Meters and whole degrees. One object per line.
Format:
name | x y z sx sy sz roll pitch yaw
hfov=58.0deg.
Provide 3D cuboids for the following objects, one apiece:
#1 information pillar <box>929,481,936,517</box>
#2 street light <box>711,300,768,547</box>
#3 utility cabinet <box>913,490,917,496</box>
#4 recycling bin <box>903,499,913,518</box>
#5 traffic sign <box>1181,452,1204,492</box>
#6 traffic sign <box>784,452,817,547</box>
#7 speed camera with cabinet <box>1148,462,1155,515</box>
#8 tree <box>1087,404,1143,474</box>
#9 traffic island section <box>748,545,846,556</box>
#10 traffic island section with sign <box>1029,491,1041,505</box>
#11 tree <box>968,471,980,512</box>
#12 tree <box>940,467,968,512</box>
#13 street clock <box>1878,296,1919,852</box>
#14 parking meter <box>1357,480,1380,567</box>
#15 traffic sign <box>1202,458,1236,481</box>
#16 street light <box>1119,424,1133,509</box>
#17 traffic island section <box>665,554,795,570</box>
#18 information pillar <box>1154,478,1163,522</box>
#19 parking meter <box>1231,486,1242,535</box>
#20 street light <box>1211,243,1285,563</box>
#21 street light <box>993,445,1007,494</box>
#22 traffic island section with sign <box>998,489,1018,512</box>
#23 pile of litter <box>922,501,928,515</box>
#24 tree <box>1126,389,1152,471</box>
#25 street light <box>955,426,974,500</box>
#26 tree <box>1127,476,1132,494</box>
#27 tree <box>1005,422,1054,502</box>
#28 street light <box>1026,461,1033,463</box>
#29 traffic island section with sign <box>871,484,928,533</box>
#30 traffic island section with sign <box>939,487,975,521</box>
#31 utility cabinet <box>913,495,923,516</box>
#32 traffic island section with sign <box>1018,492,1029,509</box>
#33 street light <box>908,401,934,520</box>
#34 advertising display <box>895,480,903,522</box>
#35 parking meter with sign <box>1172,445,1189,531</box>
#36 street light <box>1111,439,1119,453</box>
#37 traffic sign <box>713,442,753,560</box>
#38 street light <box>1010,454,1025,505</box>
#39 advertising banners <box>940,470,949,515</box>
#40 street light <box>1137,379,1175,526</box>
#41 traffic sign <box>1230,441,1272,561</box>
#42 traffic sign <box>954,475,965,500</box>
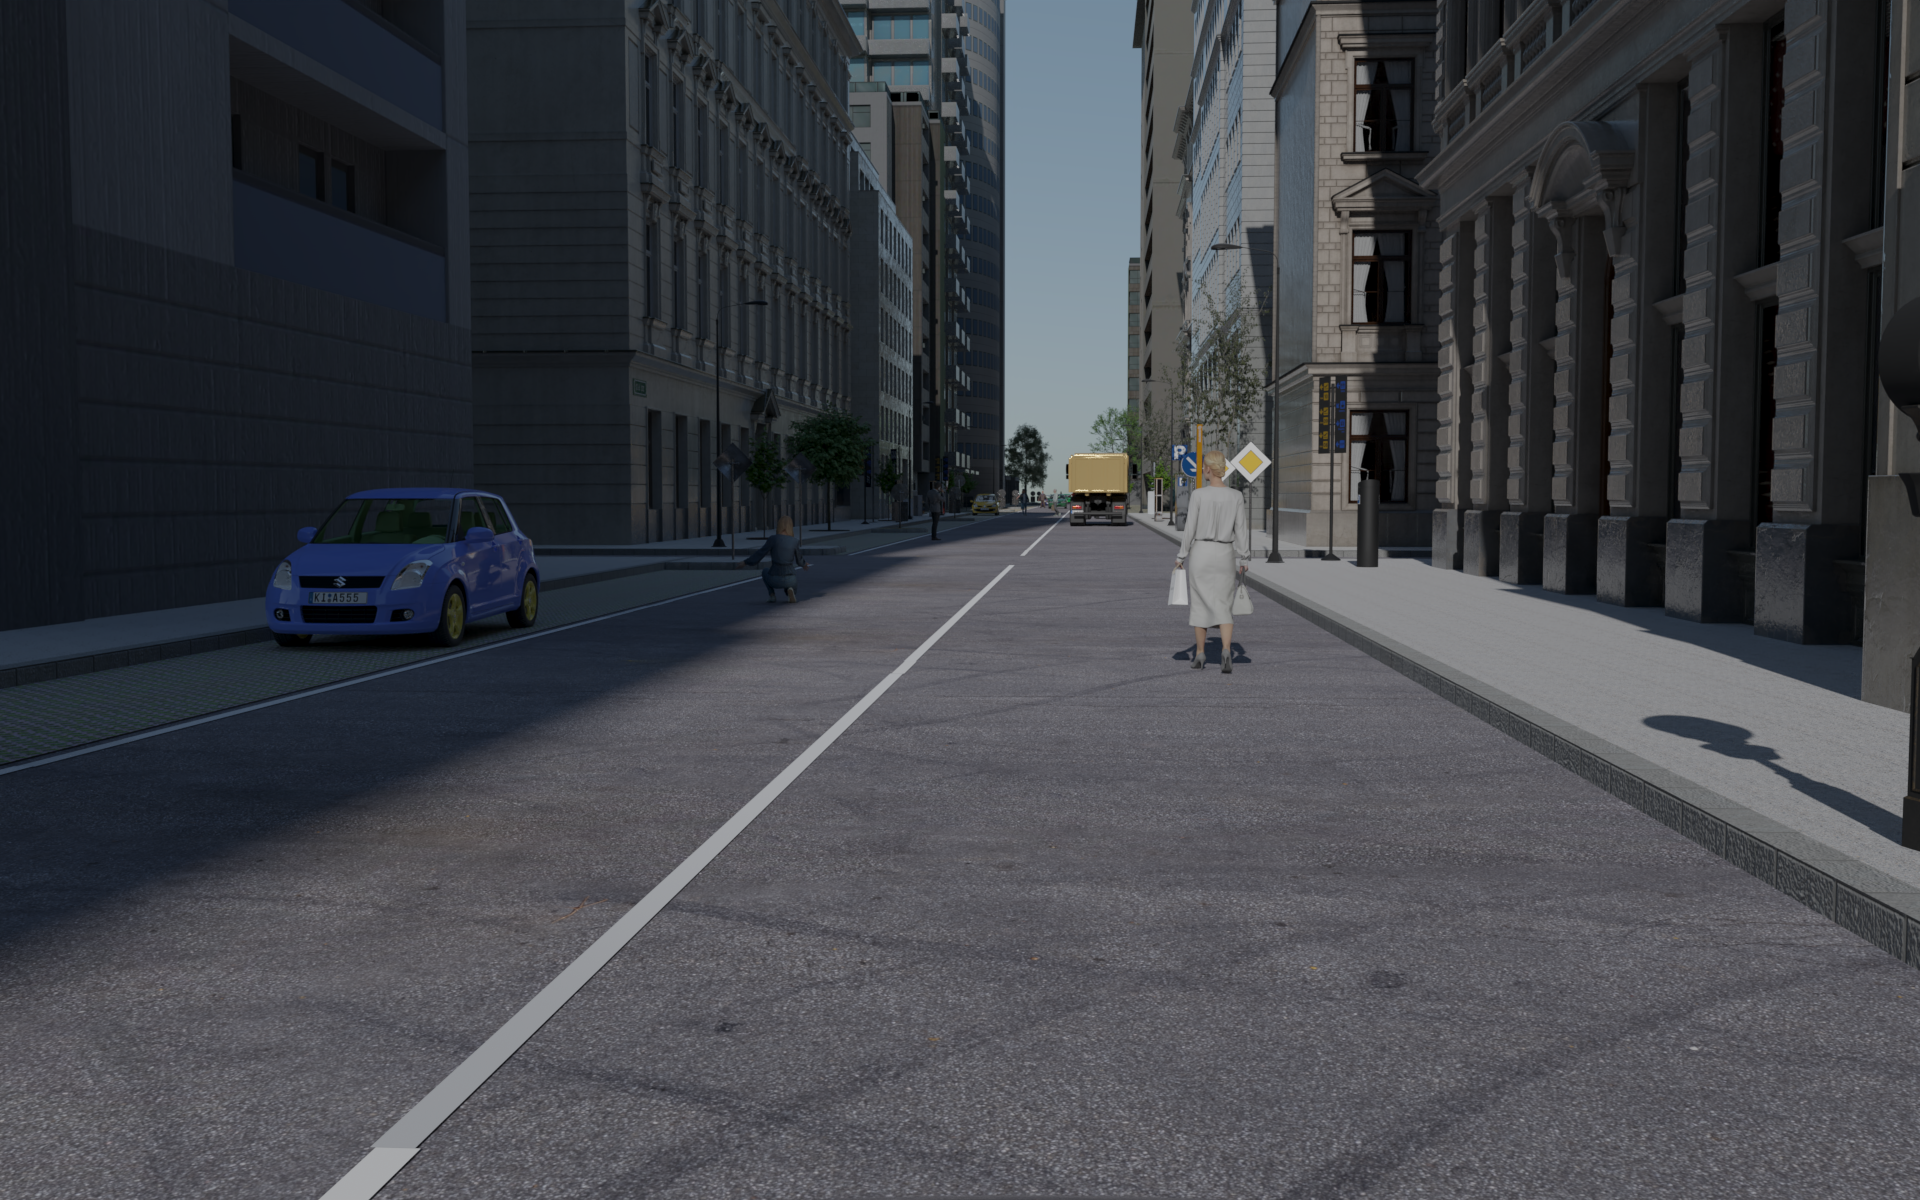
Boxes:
information pillar | -1.544 -5.715 97.929 0.304 2.012 0.304 3 4 37
street light | -5.289 -4.228 41.668 1.470 5.913 1.316 0 4 4
utility cabinet | -3.188 -5.917 105.422 1.173 1.500 0.318 -1 4 -10
recycling bin | -2.981 -4.940 93.331 0.722 1.027 0.722 -2 4 -28
traffic sign | 7.047 -3.186 52.195 0.768 2.556 0.104 1 4 9
traffic sign | -3.845 -2.330 41.745 0.795 2.450 0.064 0 4 4
speed camera with cabinet | 12.075 -6.894 107.049 0.660 3.252 2.038 1 4 16
tree | 18.558 -16.789 200.258 9.928 11.665 9.643 0 3 0
traffic island section | -3.869 -1.194 41.808 2.009 0.180 2.903 0 4 4
traffic island section with sign | 9.470 -13.112 223.009 1.989 1.847 2.006 0 4 4
tree | 0.368 -8.150 127.853 1.663 3.219 1.824 0 3 0
tree | -0.543 -7.831 122.632 1.663 3.219 1.824 0 3 0
street clock | 3.531 -0.098 6.165 0.471 2.002 0.358 0 4 -7
parking meter | 7.166 -1.346 30.415 0.372 1.533 0.369 0 3 0
traffic sign | 6.121 -2.284 40.993 0.795 2.450 0.064 0 4 4
street light | 11.542 -8.736 115.368 1.470 5.913 1.316 0 4 4
traffic island section | -4.455 -0.707 33.844 2.009 0.180 2.903 0 4 4
information pillar | 9.227 -4.653 80.576 0.304 2.012 0.304 -1 4 -12
parking meter | 8.754 -2.842 54.873 0.372 1.533 0.369 0 3 0
street light | 5.343 -3.649 32.201 1.470 5.913 1.316 0 4 4
street light | 3.733 -11.683 163.564 1.470 5.913 1.316 0 4 4
traffic island section with sign | 3.473 -8.133 141.600 1.989 1.847 2.006 0 4 4
pile of litter | -2.680 -6.017 112.346 1.176 0.858 1.719 0 4 3
tree | 13.613 -10.379 120.055 4.360 8.622 3.978 0 3 0
street light | 0.260 -8.898 118.025 1.470 5.913 1.316 0 4 4
tree | 15.323 -10.026 158.529 1.663 3.219 1.824 0 3 0
tree | 10.459 -21.924 275.464 9.611 12.733 9.660 0 3 0
street light | 9.730 -16.742 246.278 1.470 5.913 1.316 0 4 4
traffic island section with sign | -2.208 -3.412 64.413 1.989 1.847 2.006 0 4 4
traffic island section with sign | -0.226 -5.056 91.296 1.989 1.847 2.006 0 4 4
utility cabinet | -2.474 -5.517 101.364 0.306 1.237 1.020 -1 4 -16
traffic island section with sign | 5.460 -9.777 168.482 1.989 1.847 2.006 0 4 4
street light | -1.998 -7.001 87.006 1.470 5.913 1.316 0 4 4
advertising display | -2.776 -4.495 78.702 0.123 1.923 0.974 1 4 15
parking meter with sign | 7.724 -3.927 60.473 0.543 3.016 1.738 0 4 3
street light | 13.729 -10.611 146.025 1.470 5.913 1.316 0 4 4
traffic sign | -4.431 -1.843 33.781 0.795 2.450 0.064 0 4 4
street light | 6.451 -13.969 200.939 1.470 5.913 1.316 0 4 4
advertising banners | -1.016 -6.885 108.762 0.090 3.025 2.074 -1 4 -16
street light | 8.023 -5.964 70.046 1.470 5.913 1.316 0 4 4
traffic sign | 5.535 -1.797 33.029 0.795 2.450 0.064 0 4 4
traffic sign | -0.029 -7.126 116.614 0.768 2.556 0.104 1 4 11
